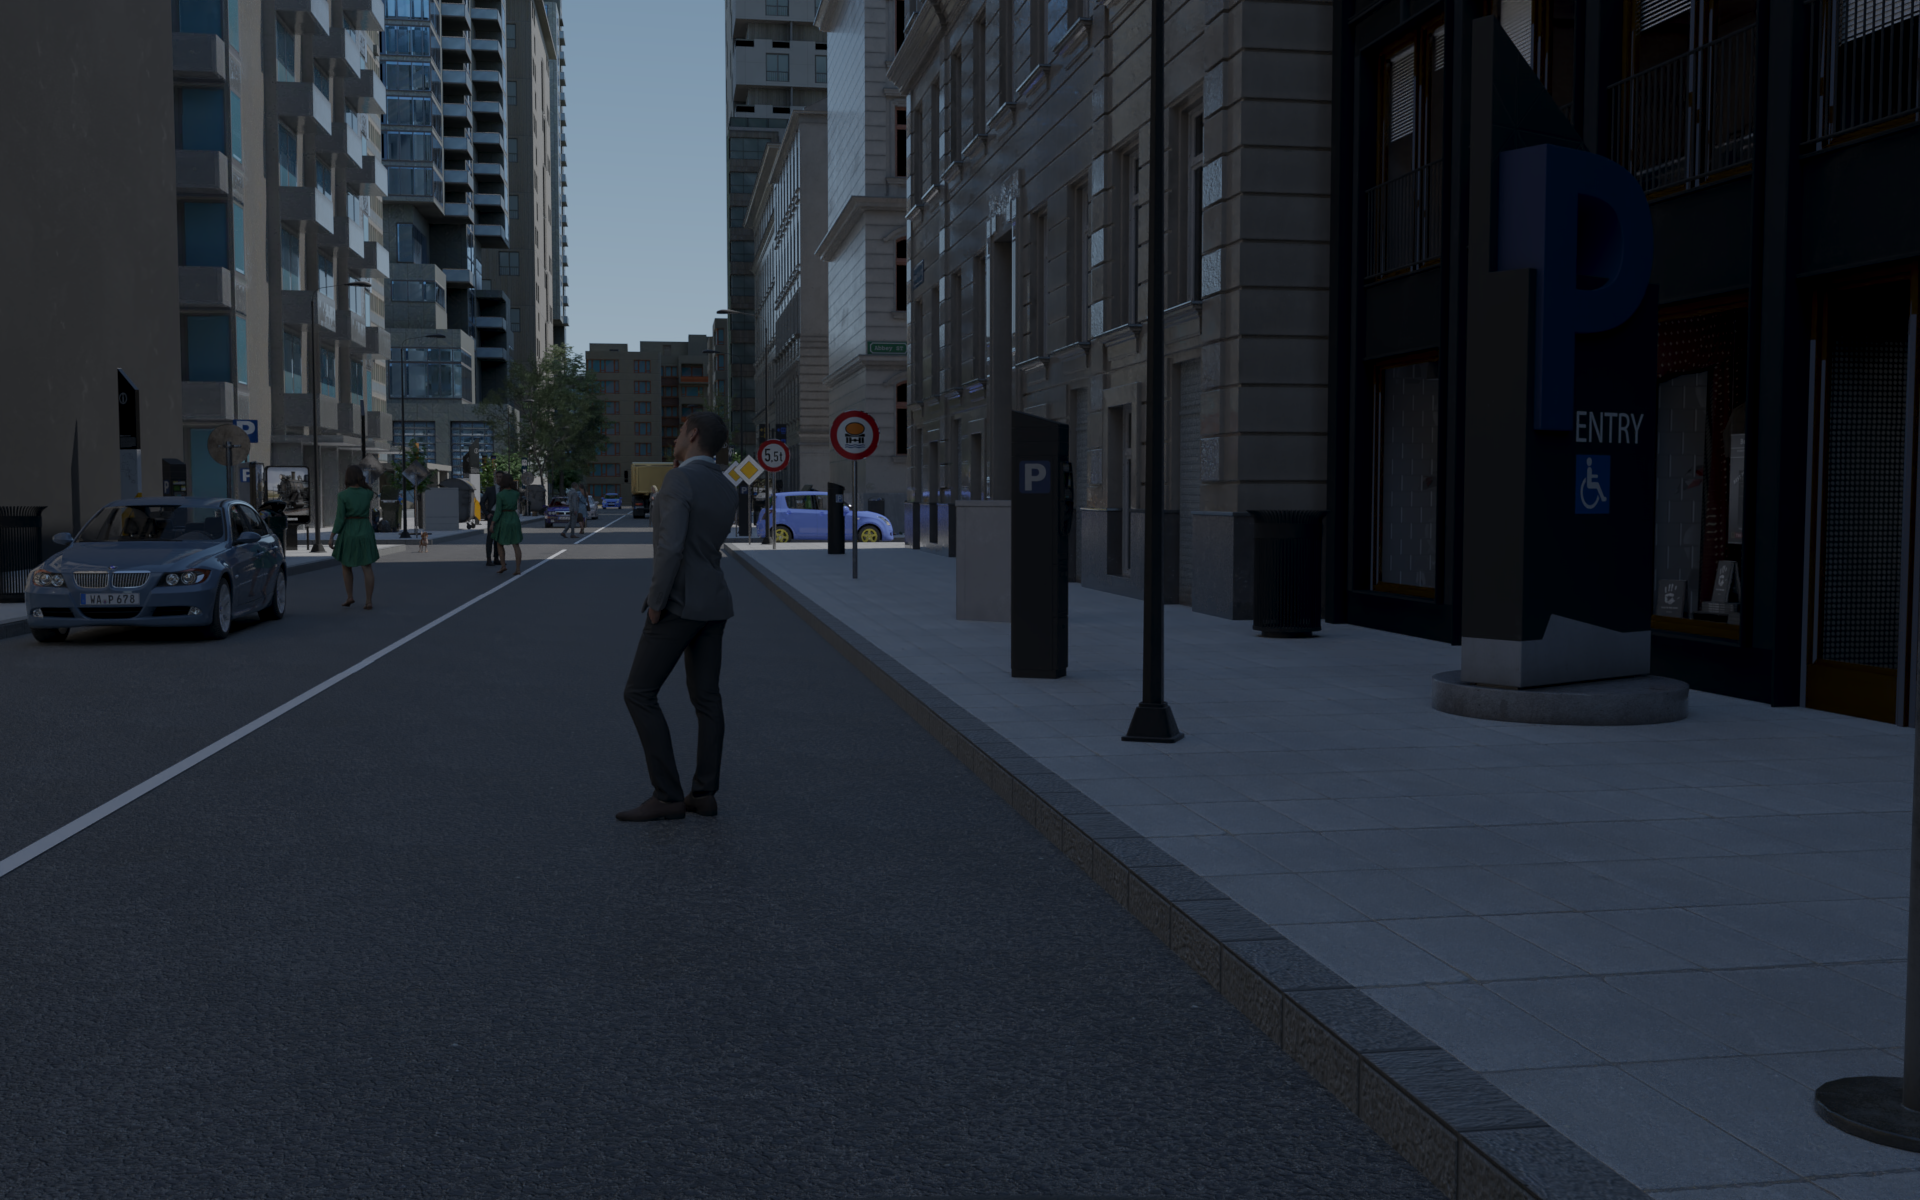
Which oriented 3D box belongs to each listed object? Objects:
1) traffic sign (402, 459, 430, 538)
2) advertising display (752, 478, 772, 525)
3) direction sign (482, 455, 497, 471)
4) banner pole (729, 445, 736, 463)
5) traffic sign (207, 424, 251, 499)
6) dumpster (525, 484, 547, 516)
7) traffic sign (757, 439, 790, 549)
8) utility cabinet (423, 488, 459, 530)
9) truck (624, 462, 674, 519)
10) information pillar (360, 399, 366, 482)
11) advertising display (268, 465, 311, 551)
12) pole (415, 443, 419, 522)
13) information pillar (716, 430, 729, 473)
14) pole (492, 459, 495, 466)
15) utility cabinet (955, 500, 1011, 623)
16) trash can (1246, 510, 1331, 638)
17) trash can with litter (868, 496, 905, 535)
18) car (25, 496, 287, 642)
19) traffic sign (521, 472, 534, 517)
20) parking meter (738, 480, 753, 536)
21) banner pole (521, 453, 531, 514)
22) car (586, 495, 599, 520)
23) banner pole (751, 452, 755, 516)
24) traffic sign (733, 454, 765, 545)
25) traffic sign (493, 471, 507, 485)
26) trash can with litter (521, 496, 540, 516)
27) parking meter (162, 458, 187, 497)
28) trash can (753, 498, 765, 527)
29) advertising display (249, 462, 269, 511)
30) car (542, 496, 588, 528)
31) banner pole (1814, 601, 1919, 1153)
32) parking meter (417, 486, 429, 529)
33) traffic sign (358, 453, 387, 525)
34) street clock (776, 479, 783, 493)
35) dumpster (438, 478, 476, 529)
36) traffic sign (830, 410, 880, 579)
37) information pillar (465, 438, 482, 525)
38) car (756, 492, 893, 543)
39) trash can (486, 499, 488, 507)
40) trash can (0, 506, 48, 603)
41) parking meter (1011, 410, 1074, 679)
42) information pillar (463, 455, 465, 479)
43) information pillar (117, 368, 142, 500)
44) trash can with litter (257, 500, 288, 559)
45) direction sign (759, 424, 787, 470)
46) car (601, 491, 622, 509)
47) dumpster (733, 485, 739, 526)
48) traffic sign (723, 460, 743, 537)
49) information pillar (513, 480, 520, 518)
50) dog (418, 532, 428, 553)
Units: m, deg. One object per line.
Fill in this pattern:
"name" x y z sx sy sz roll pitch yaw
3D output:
"traffic sign" -15.753 -2.847 50.188 0.795 2.450 0.064 -1 4 -10
"advertising display" -8.021 -4.019 70.930 0.974 1.923 0.123 -1 4 -22
"direction sign" -27.478 -6.677 101.164 0.876 3.537 0.379 0 4 7
"banner pole" -10.500 -5.397 78.265 0.863 3.779 0.401 1 4 22
"traffic sign" -13.272 -1.918 31.460 0.768 2.556 0.104 0 4 -3
"dumpster" -25.330 -5.964 103.272 1.264 1.857 1.865 -1 4 -10
"traffic sign" -4.310 -2.449 40.140 0.768 2.556 0.104 0 4 -2
"utility cabinet" -18.166 -3.175 60.591 1.173 1.500 0.318 -2 4 -33
"truck" -18.493 -6.641 104.502 3.469 3.379 9.791 -1 4 -11
"information pillar" -14.717 -3.144 42.753 0.183 3.616 0.504 -1 4 -22
"advertising display" -15.260 -2.086 39.326 0.974 1.923 0.123 -3 4 -38
"pole" -21.657 -4.598 69.026 0.158 3.312 0.155 0 3 0
"information pillar" -8.664 -4.398 63.254 0.504 3.616 0.183 0 4 0
"pole" -27.060 -6.528 100.580 0.158 3.312 0.155 0 3 0
"utility cabinet" 0.453 -0.385 17.458 1.020 1.237 0.306 2 4 35
"trash can" 2.947 -0.240 15.583 0.748 1.137 0.748 0 3 0
"trash can with litter" -2.230 -2.638 54.193 2.233 1.210 1.678 0 4 -1
"car" -8.369 -0.390 18.384 2.014 1.417 4.499 -1 4 -10
"traffic sign" -24.689 -6.041 98.876 0.768 2.556 0.104 0 4 -4
"parking meter" -6.531 -2.878 52.769 0.399 1.863 0.255 0 4 7
"banner pole" -26.322 -7.048 105.251 0.401 3.779 0.863 3 4 36
"car" -21.425 -5.225 97.791 2.083 1.381 4.827 -1 4 -10
"banner pole" -12.257 -6.886 102.601 0.401 3.779 0.863 -2 4 -26
"traffic sign" -5.336 -2.459 43.848 0.795 2.450 0.064 -1 4 -10
"traffic sign" -20.659 -4.634 77.893 0.606 2.300 0.079 0 4 -5
"trash can with litter" -24.767 -5.412 99.871 1.055 1.170 0.624 0 4 4
"parking meter" -12.776 -1.376 28.209 0.399 1.863 0.255 3 5 43
"trash can" -7.625 -3.364 66.647 0.748 1.137 0.748 0 3 0
"advertising display" -14.260 -1.833 35.177 0.123 1.923 0.974 -1 4 -12
"car" -16.941 -3.786 74.488 1.945 1.354 3.894 -1 4 -11
"banner pole" 2.150 -0.829 3.564 0.863 3.779 0.401 -3 4 -37
"parking meter" -19.851 -3.568 64.051 0.255 1.863 0.399 3 5 42
"traffic sign" -14.402 -2.365 42.318 0.795 2.450 0.064 -1 4 -10
"street clock" -8.927 -4.947 85.450 0.358 2.002 0.471 1 4 18
"dumpster" -18.446 -3.527 63.432 1.264 1.857 1.865 -1 4 -10
"traffic sign" -1.593 -1.598 26.228 0.768 2.556 0.104 -1 4 -9
"information pillar" -20.065 -4.910 71.627 0.183 3.616 0.504 3 4 36
"car" -3.657 -2.284 46.932 3.694 1.707 1.945 -1 4 -11
"trash can" -29.411 -5.862 107.491 0.748 1.137 0.748 0 3 0
"trash can" -11.222 -0.544 20.544 0.748 1.137 0.748 0 3 0
"parking meter" 0.573 -0.391 12.108 0.399 1.863 0.255 1 4 20
"information pillar" -25.584 -6.038 90.075 0.504 3.616 0.183 0 4 -8
"information pillar" -15.449 -2.501 32.240 0.504 3.616 0.183 2 4 26
"trash can with litter" -13.618 -1.382 33.978 0.624 1.170 1.055 -3 5 -42
"direction sign" -6.037 -3.912 55.952 0.876 3.537 0.379 0 4 -6
"car" -33.038 -9.470 164.428 1.945 1.707 3.694 -1 4 -9
"dumpster" -9.197 -3.834 68.440 1.264 1.857 1.865 -1 4 -10
"traffic sign" -6.688 -2.940 51.718 0.795 2.450 0.064 -1 4 -10
"information pillar" -23.693 -5.377 92.412 0.304 2.012 0.304 0 4 0
"dog" -13.193 -1.427 42.626 0.540 0.507 0.406 2 4 27
